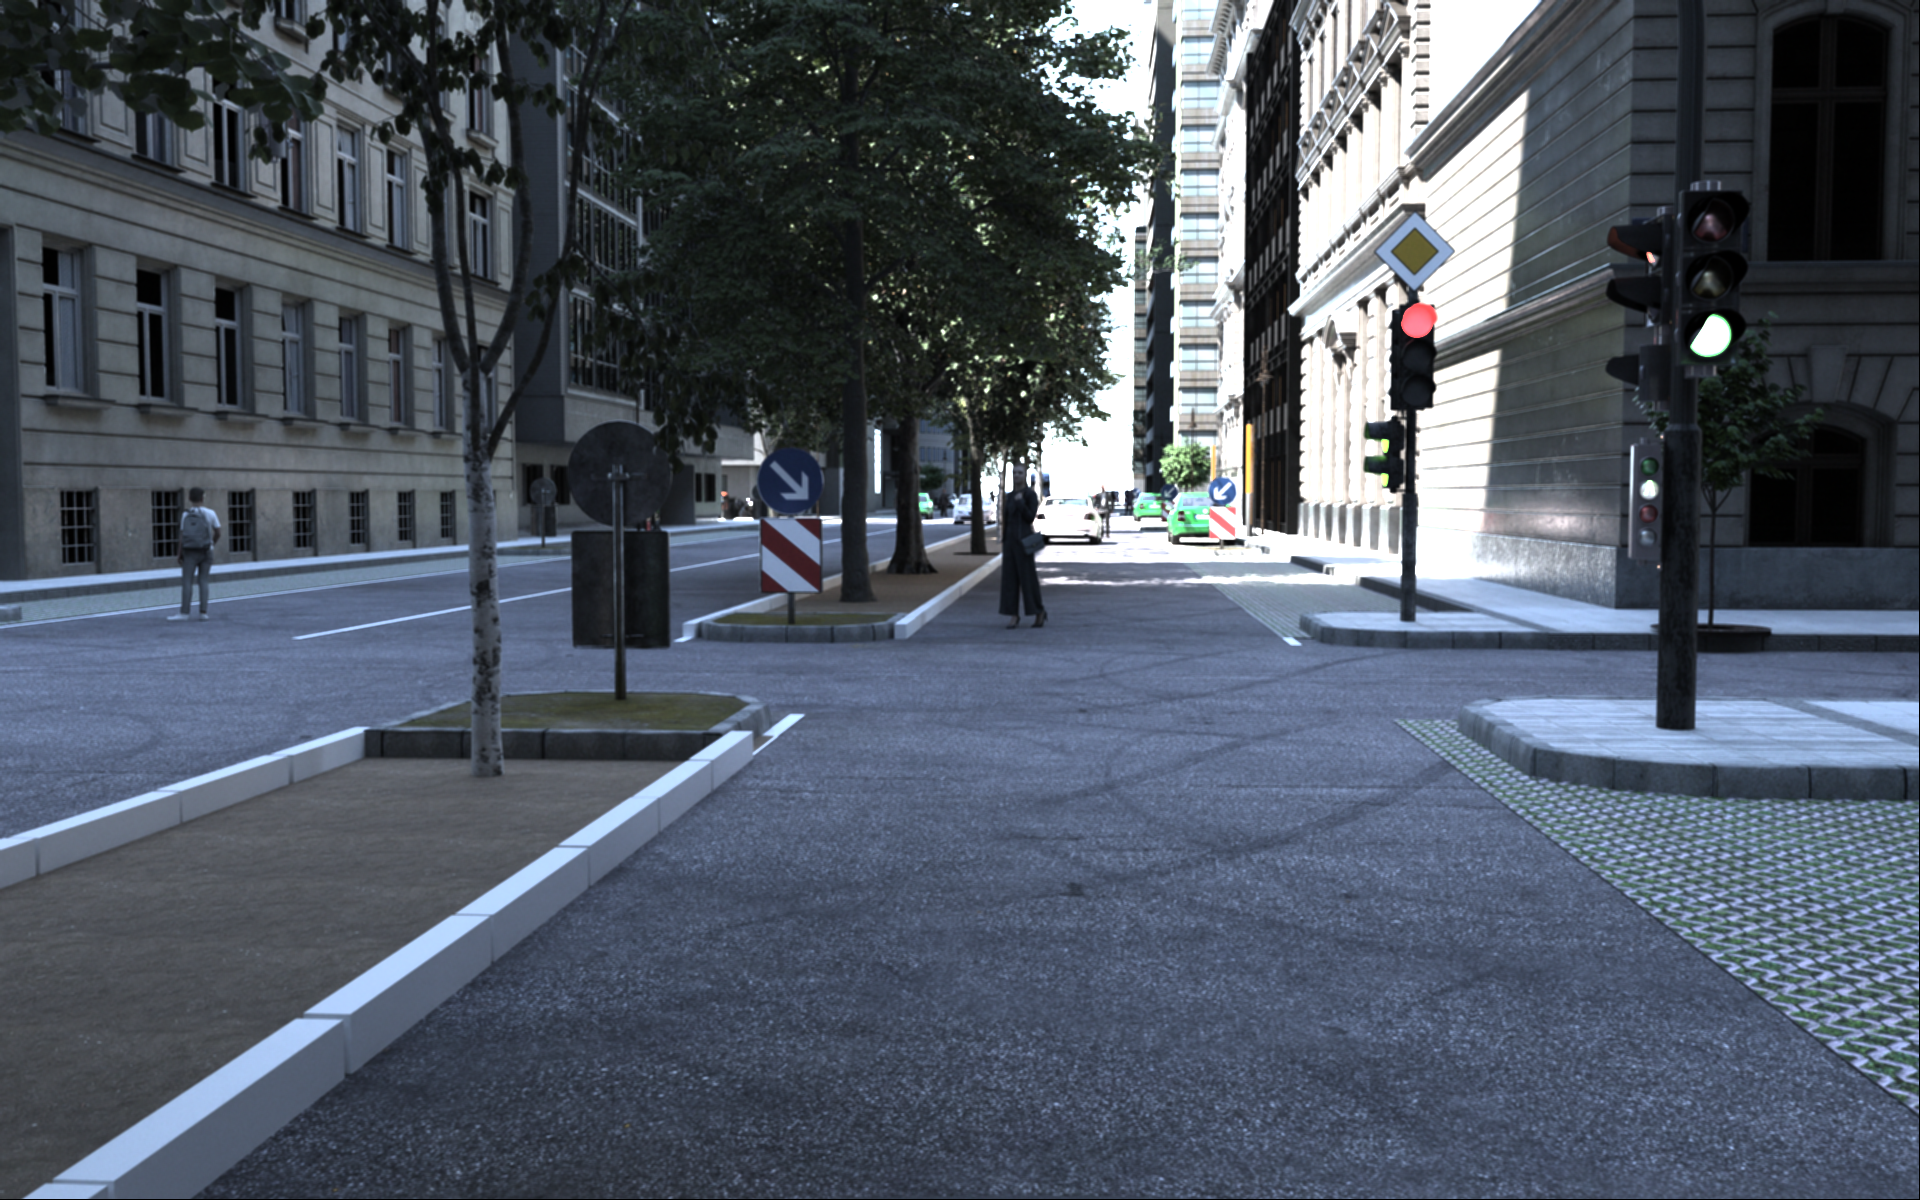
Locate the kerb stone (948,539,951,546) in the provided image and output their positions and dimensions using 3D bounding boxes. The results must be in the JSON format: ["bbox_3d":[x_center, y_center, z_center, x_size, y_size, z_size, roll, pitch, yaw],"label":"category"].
[{"bbox_3d":[-0.407,-1.538,47.395,0.120,0.150,1.000,0,4,4],"label":"kerb stone"}]

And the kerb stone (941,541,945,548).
[{"bbox_3d":[-0.562,-1.416,45.351,0.120,0.150,1.000,0,4,4],"label":"kerb stone"}]

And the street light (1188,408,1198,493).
[{"bbox_3d":[12.277,-7.258,91.461,0.468,5.910,1.993,0,4,4],"label":"street light"}]

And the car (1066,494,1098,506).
[{"bbox_3d":[5.995,-4.635,87.579,2.131,1.459,4.920,0,4,5],"label":"car"}]

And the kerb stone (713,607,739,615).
[{"bbox_3d":[-2.581,0.212,18.726,0.120,0.150,1.000,0,4,4],"label":"kerb stone"}]

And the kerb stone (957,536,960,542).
[{"bbox_3d":[-0.169,-1.729,50.468,0.120,0.150,1.000,0,4,4],"label":"kerb stone"}]

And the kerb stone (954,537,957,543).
[{"bbox_3d":[-0.255,-1.666,49.433,0.120,0.150,1.000,0,4,4],"label":"kerb stone"}]

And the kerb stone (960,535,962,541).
[{"bbox_3d":[-0.100,-1.789,51.488,0.120,0.150,1.000,0,4,4],"label":"kerb stone"}]

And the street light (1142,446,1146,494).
[{"bbox_3d":[17.858,-11.922,167.706,0.468,5.910,1.993,0,4,4],"label":"street light"}]

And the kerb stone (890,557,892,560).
[{"bbox_3d":[-1.417,-0.720,34.073,0.120,0.150,1.000,0,4,4],"label":"kerb stone"}]

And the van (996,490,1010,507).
[{"bbox_3d":[4.847,-11.233,190.676,2.013,2.044,4.112,0,4,3],"label":"van"}]

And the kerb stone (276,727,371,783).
[{"bbox_3d":[-3.303,0.806,9.028,0.120,0.150,1.000,0,4,4],"label":"kerb stone"}]

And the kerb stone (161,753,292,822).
[{"bbox_3d":[-3.388,0.868,7.996,0.120,0.150,1.000,0,4,4],"label":"kerb stone"}]

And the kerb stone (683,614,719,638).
[{"bbox_3d":[-2.657,0.277,17.702,0.120,0.150,1.000,0,4,4],"label":"kerb stone"}]

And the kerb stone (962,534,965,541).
[{"bbox_3d":[-0.020,-1.848,52.508,0.120,0.150,1.000,0,4,4],"label":"kerb stone"}]

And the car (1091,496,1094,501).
[{"bbox_3d":[7.138,-5.522,102.280,2.014,1.417,4.499,0,4,6],"label":"car"}]

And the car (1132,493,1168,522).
[{"bbox_3d":[9.849,-4.893,88.788,1.959,1.807,4.718,0,4,3],"label":"car"}]

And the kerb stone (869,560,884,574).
[{"bbox_3d":[-1.573,-0.601,32.023,0.120,0.150,1.000,0,4,4],"label":"kerb stone"}]

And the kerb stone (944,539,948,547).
[{"bbox_3d":[-0.489,-1.478,46.370,0.120,0.150,1.000,0,4,4],"label":"kerb stone"}]

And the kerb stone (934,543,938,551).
[{"bbox_3d":[-0.715,-1.290,43.288,0.120,0.150,1.000,0,4,4],"label":"kerb stone"}]

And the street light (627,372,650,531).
[{"bbox_3d":[-10.697,-5.182,57.506,0.468,5.910,1.993,0,4,4],"label":"street light"}]

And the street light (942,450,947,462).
[{"bbox_3d":[-1.554,-12.565,178.220,0.468,5.910,1.993,0,4,4],"label":"street light"}]

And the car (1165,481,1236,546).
[{"bbox_3d":[6.851,-2.481,49.366,1.959,1.807,4.718,0,4,4],"label":"car"}]

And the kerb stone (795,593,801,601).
[{"bbox_3d":[-2.271,-0.036,22.815,0.120,0.150,1.000,0,4,4],"label":"kerb stone"}]

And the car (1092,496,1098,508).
[{"bbox_3d":[7.758,-5.870,108.550,1.945,1.354,3.894,0,4,6],"label":"car"}]

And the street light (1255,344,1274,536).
[{"bbox_3d":[9.369,-4.934,53.452,0.468,5.910,1.993,0,4,4],"label":"street light"}]

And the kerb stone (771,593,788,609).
[{"bbox_3d":[-2.342,0.024,21.795,0.120,0.150,1.000,0,4,4],"label":"kerb stone"}]

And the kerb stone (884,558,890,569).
[{"bbox_3d":[-1.502,-0.661,33.048,0.120,0.150,1.000,0,4,4],"label":"kerb stone"}]

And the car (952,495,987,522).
[{"bbox_3d":[0.626,-4.811,90.656,2.014,1.417,4.499,0,4,2],"label":"car"}]

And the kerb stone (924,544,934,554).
[{"bbox_3d":[-0.791,-1.224,42.269,0.120,0.150,1.000,0,4,4],"label":"kerb stone"}]

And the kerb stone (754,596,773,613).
[{"bbox_3d":[-2.425,0.087,20.768,0.120,0.150,1.000,0,4,4],"label":"kerb stone"}]

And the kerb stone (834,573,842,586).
[{"bbox_3d":[-1.958,-0.287,26.908,0.120,0.150,1.000,0,4,4],"label":"kerb stone"}]

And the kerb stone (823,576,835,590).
[{"bbox_3d":[-2.032,-0.226,25.888,0.120,0.150,1.000,0,4,4],"label":"kerb stone"}]

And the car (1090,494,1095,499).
[{"bbox_3d":[15.646,-12.340,211.982,2.015,1.641,3.980,0,4,5],"label":"car"}]

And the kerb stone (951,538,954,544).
[{"bbox_3d":[-0.334,-1.604,48.414,0.120,0.150,1.000,0,4,4],"label":"kerb stone"}]

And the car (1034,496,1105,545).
[{"bbox_3d":[3.153,-2.314,50.193,2.083,1.381,4.827,0,4,6],"label":"car"}]

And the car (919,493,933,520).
[{"bbox_3d":[-2.471,-5.394,96.980,1.959,1.807,4.718,0,4,2],"label":"car"}]

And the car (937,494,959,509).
[{"bbox_3d":[-1.056,-8.939,155.940,2.009,1.686,4.222,0,4,4],"label":"car"}]

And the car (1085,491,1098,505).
[{"bbox_3d":[17.677,-13.754,233.548,2.281,1.827,5.304,0,4,4],"label":"car"}]

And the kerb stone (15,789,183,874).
[{"bbox_3d":[-3.462,0.933,6.976,0.120,0.150,1.000,0,4,4],"label":"kerb stone"}]

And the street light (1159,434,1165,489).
[{"bbox_3d":[15.097,-9.596,129.686,0.468,5.910,1.993,0,4,4],"label":"street light"}]

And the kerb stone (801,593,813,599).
[{"bbox_3d":[-2.196,-0.100,23.834,0.120,0.150,1.000,0,4,4],"label":"kerb stone"}]

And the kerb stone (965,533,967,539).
[{"bbox_3d":[0.056,-1.916,53.526,0.120,0.150,1.000,0,4,4],"label":"kerb stone"}]

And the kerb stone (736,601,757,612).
[{"bbox_3d":[-2.500,0.150,19.749,0.120,0.150,1.000,0,4,4],"label":"kerb stone"}]

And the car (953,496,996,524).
[{"bbox_3d":[0.740,-4.348,83.448,2.083,1.381,4.827,0,4,5],"label":"car"}]

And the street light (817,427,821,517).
[{"bbox_3d":[-7.824,-7.494,95.311,0.468,5.910,1.993,0,4,4],"label":"street light"}]

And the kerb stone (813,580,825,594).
[{"bbox_3d":[-2.112,-0.158,24.863,0.120,0.150,1.000,0,4,4],"label":"kerb stone"}]

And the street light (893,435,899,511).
[{"bbox_3d":[-4.923,-9.847,133.778,0.468,5.910,1.993,0,4,4],"label":"street light"}]

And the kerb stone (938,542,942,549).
[{"bbox_3d":[-0.640,-1.353,44.314,0.120,0.150,1.000,0,4,4],"label":"kerb stone"}]

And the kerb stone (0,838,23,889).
[{"bbox_3d":[-3.540,0.993,5.957,0.120,0.150,1.000,0,4,4],"label":"kerb stone"}]
